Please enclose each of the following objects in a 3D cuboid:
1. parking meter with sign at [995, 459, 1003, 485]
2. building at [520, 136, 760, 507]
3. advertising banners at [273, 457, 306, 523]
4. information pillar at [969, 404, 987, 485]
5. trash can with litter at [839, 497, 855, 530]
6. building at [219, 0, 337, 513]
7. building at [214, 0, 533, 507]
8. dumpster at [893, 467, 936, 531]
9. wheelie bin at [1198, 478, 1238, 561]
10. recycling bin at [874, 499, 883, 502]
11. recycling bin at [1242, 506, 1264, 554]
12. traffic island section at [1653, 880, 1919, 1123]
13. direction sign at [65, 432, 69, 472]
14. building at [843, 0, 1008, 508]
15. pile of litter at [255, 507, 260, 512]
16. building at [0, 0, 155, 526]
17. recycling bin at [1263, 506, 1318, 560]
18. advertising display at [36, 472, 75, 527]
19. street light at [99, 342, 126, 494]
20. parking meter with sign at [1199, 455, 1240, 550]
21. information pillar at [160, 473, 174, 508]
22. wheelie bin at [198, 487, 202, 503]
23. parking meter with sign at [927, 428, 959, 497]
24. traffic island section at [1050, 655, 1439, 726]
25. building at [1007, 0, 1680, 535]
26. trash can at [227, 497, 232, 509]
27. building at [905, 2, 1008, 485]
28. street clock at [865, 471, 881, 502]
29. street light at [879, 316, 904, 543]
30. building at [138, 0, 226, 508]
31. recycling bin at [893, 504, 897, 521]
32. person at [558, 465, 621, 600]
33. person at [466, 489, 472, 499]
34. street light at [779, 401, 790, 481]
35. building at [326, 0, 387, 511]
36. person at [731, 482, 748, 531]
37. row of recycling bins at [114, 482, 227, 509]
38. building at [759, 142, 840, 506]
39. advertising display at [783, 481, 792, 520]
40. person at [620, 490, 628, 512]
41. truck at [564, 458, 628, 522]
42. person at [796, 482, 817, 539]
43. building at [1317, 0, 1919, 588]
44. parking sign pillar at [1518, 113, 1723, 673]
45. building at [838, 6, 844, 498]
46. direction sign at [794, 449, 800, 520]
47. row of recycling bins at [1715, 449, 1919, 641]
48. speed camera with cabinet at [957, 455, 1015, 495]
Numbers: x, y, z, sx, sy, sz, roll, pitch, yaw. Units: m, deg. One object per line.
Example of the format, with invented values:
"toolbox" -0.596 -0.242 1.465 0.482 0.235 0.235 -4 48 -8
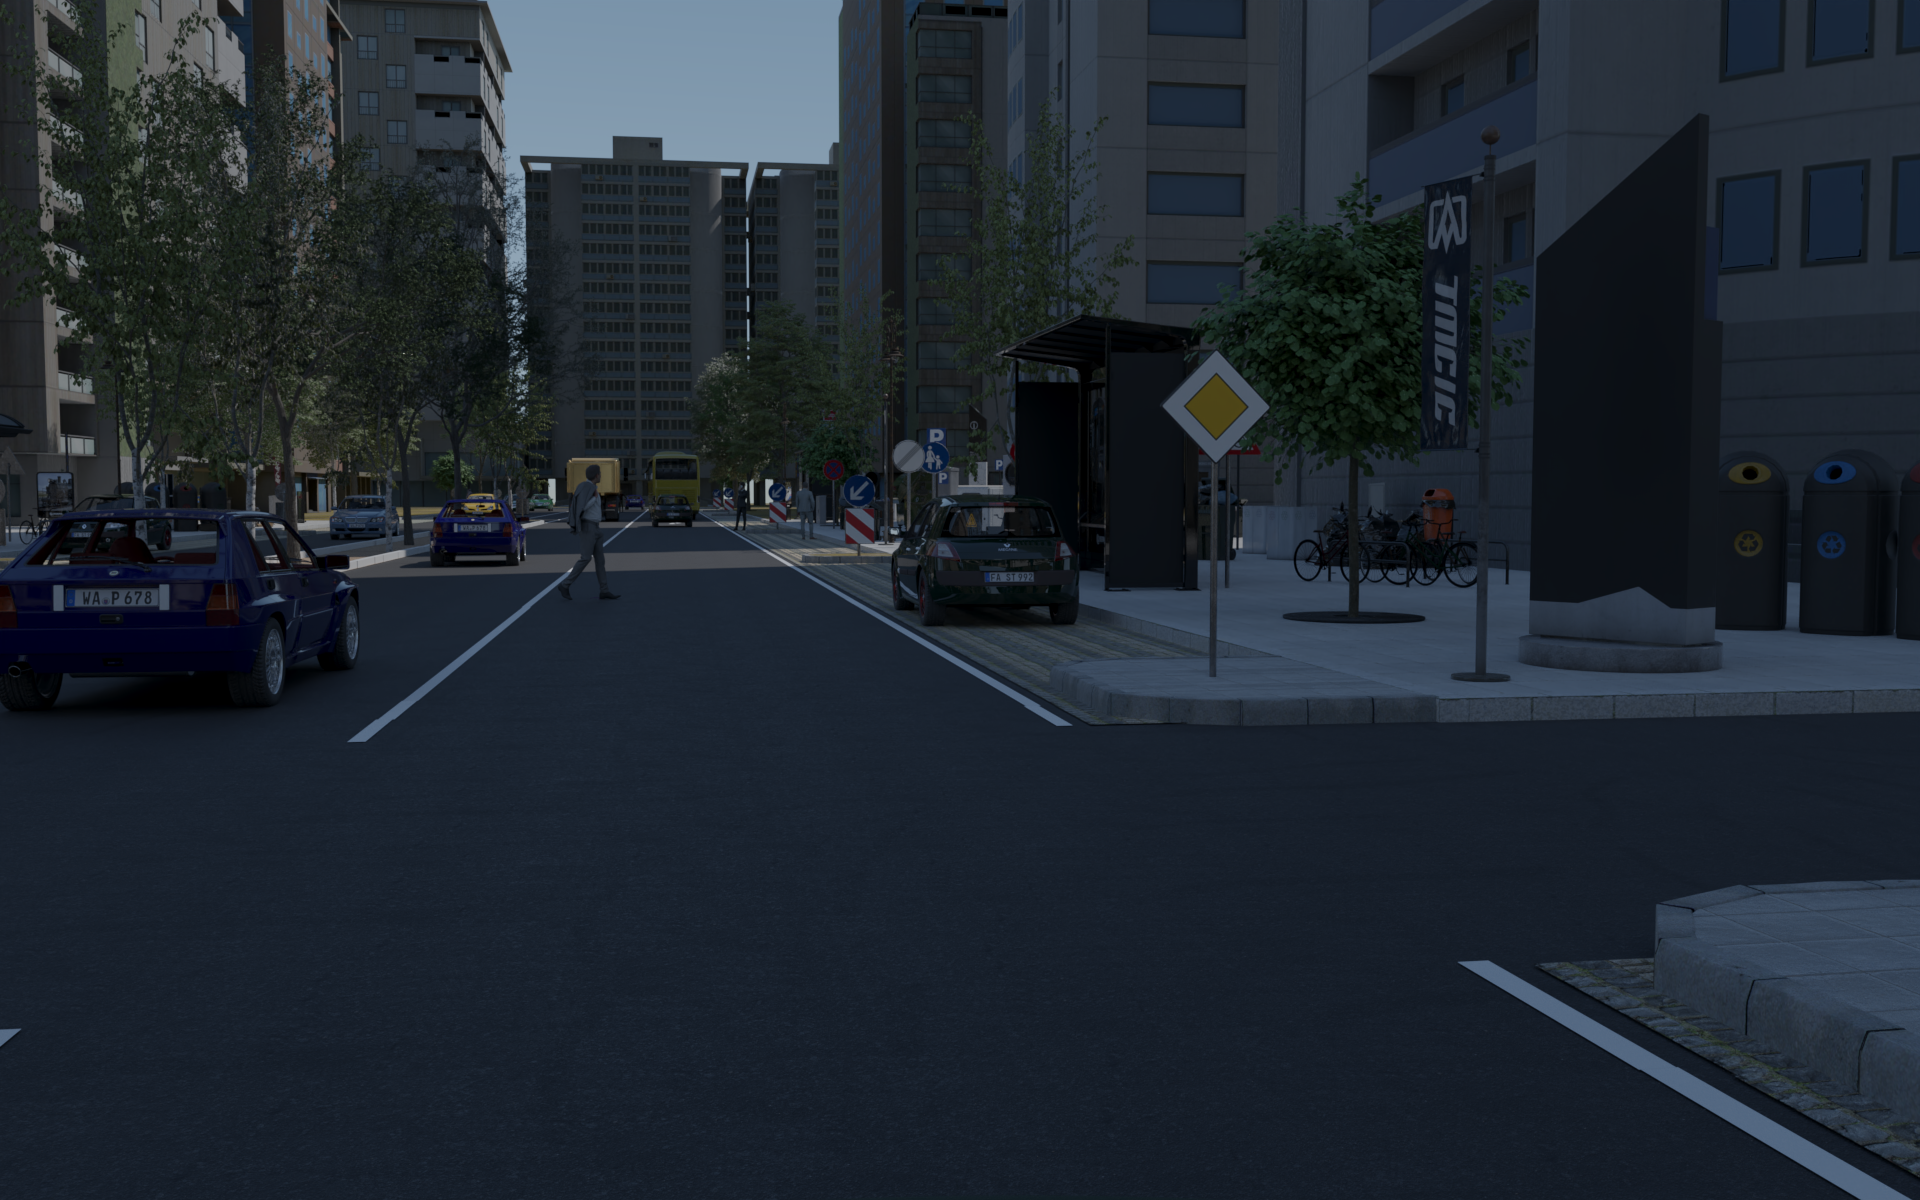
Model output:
"parking meter with sign" 2.501 -5.610 87.991 0.543 3.016 1.738 3 4 37
"building" -35.345 -30.517 190.840 23.993 40.220 32.217 -1 4 -10
"advertising banners" -29.645 -4.915 76.545 2.074 3.025 0.090 2 4 31
"information pillar" 0.454 -3.274 44.886 0.504 3.616 0.183 1 4 18
"trash can with litter" -3.992 -3.102 62.101 0.624 1.170 1.055 -1 4 -14
"building" -50.188 -28.401 114.468 14.600 45.320 14.200 -1 4 -10
"building" -60.450 -36.409 184.525 27.495 52.752 28.713 -1 4 -10
"dumpster" -1.303 -3.127 53.627 1.502 2.255 1.985 -1 4 -9
"wheelie bin" 4.954 -1.569 33.563 0.980 1.594 0.693 3 5 43
"recycling bin" -3.675 -3.842 75.366 0.722 1.027 0.722 -1 4 -22
"recycling bin" 6.569 -1.510 37.249 0.722 1.027 0.722 -2 4 -33
"traffic island section" 3.123 1.100 4.296 2.009 0.180 2.903 -1 4 -10
"direction sign" -32.567 -4.356 63.210 0.379 3.537 0.876 -2 4 -31
"building" -1.452 -29.626 134.491 14.600 45.320 14.200 -1 4 -10
"pile of litter" -27.415 -3.301 67.940 1.176 0.858 1.719 1 4 10
"building" -42.318 -23.608 69.583 14.154 41.232 14.086 -1 4 -10
"recycling bin" 6.493 -1.304 33.881 0.722 1.027 0.722 -2 4 -34
"advertising display" -26.077 -2.737 49.958 0.974 1.923 0.123 -1 4 -12
"street light" -24.095 -4.696 49.571 0.468 5.910 1.993 -1 4 -10
"parking meter with sign" 5.559 -2.656 39.683 1.738 3.016 0.543 0 4 -5
"information pillar" -27.804 -3.442 60.768 0.304 2.012 0.304 1 4 20
"wheelie bin" -33.529 -4.241 77.246 0.980 1.594 0.693 -2 4 -29
"parking meter with sign" -0.310 -3.076 46.550 0.543 3.016 1.738 1 4 21
"traffic island section" 1.793 0.618 12.170 2.009 0.180 2.903 -1 4 -10
"building" 12.629 -32.472 72.911 21.231 58.520 28.212 -1 4 -10
"trash can" -31.334 -3.790 73.620 0.748 1.137 0.748 0 3 0
"building" 3.411 -20.509 107.027 14.160 30.474 14.107 -1 4 -10
"street clock" -2.791 -3.113 55.475 0.471 2.002 0.358 2 4 24
"street light" -1.791 -4.428 45.180 0.468 5.910 1.993 -1 4 -10
"building" -54.718 -30.755 92.076 28.713 52.752 27.495 -1 4 -10
"recycling bin" -3.310 -4.350 83.675 0.722 1.027 0.722 2 4 27
"person" -5.040 -0.910 23.484 0.850 1.850 0.679 0 4 0
"person" -31.683 -6.282 111.877 0.621 1.740 0.551 -1 4 -15
"street light" -8.705 -6.933 86.135 0.468 5.910 1.993 -1 4 -10
"building" -61.677 -29.383 135.030 28.867 44.769 22.147 -1 4 -10
"person" -8.547 -3.643 67.423 0.648 1.900 0.474 3 5 40
"row of recycling bins" -26.869 -3.171 58.967 3.534 1.692 1.069 -3 4 -37
"building" -11.596 -30.728 194.291 23.993 40.220 32.217 -1 4 -10
"advertising display" -8.409 -4.844 84.406 0.123 1.923 0.974 1 4 13
"person" -26.887 -7.842 137.233 1.217 1.766 0.721 -3 4 -36
"truck" -19.478 -5.905 92.469 3.469 3.379 9.791 -1 4 -11
"person" -4.836 -2.798 54.346 0.635 1.810 0.391 0 4 6
"building" 22.649 -30.014 32.723 28.212 58.520 21.231 -1 4 -10
"parking sign pillar" 4.980 -1.499 12.980 1.447 3.967 1.447 -3 4 -38
"building" -3.521 -28.450 148.758 14.154 41.232 14.086 -1 4 -10
"direction sign" -8.159 -5.797 86.781 0.379 3.537 0.876 -1 4 -15
"row of recycling bins" 8.418 -0.520 15.614 1.069 1.692 3.534 -3 5 -41
"speed camera with cabinet" 0.863 -2.737 39.082 2.038 3.252 0.660 3 5 41
